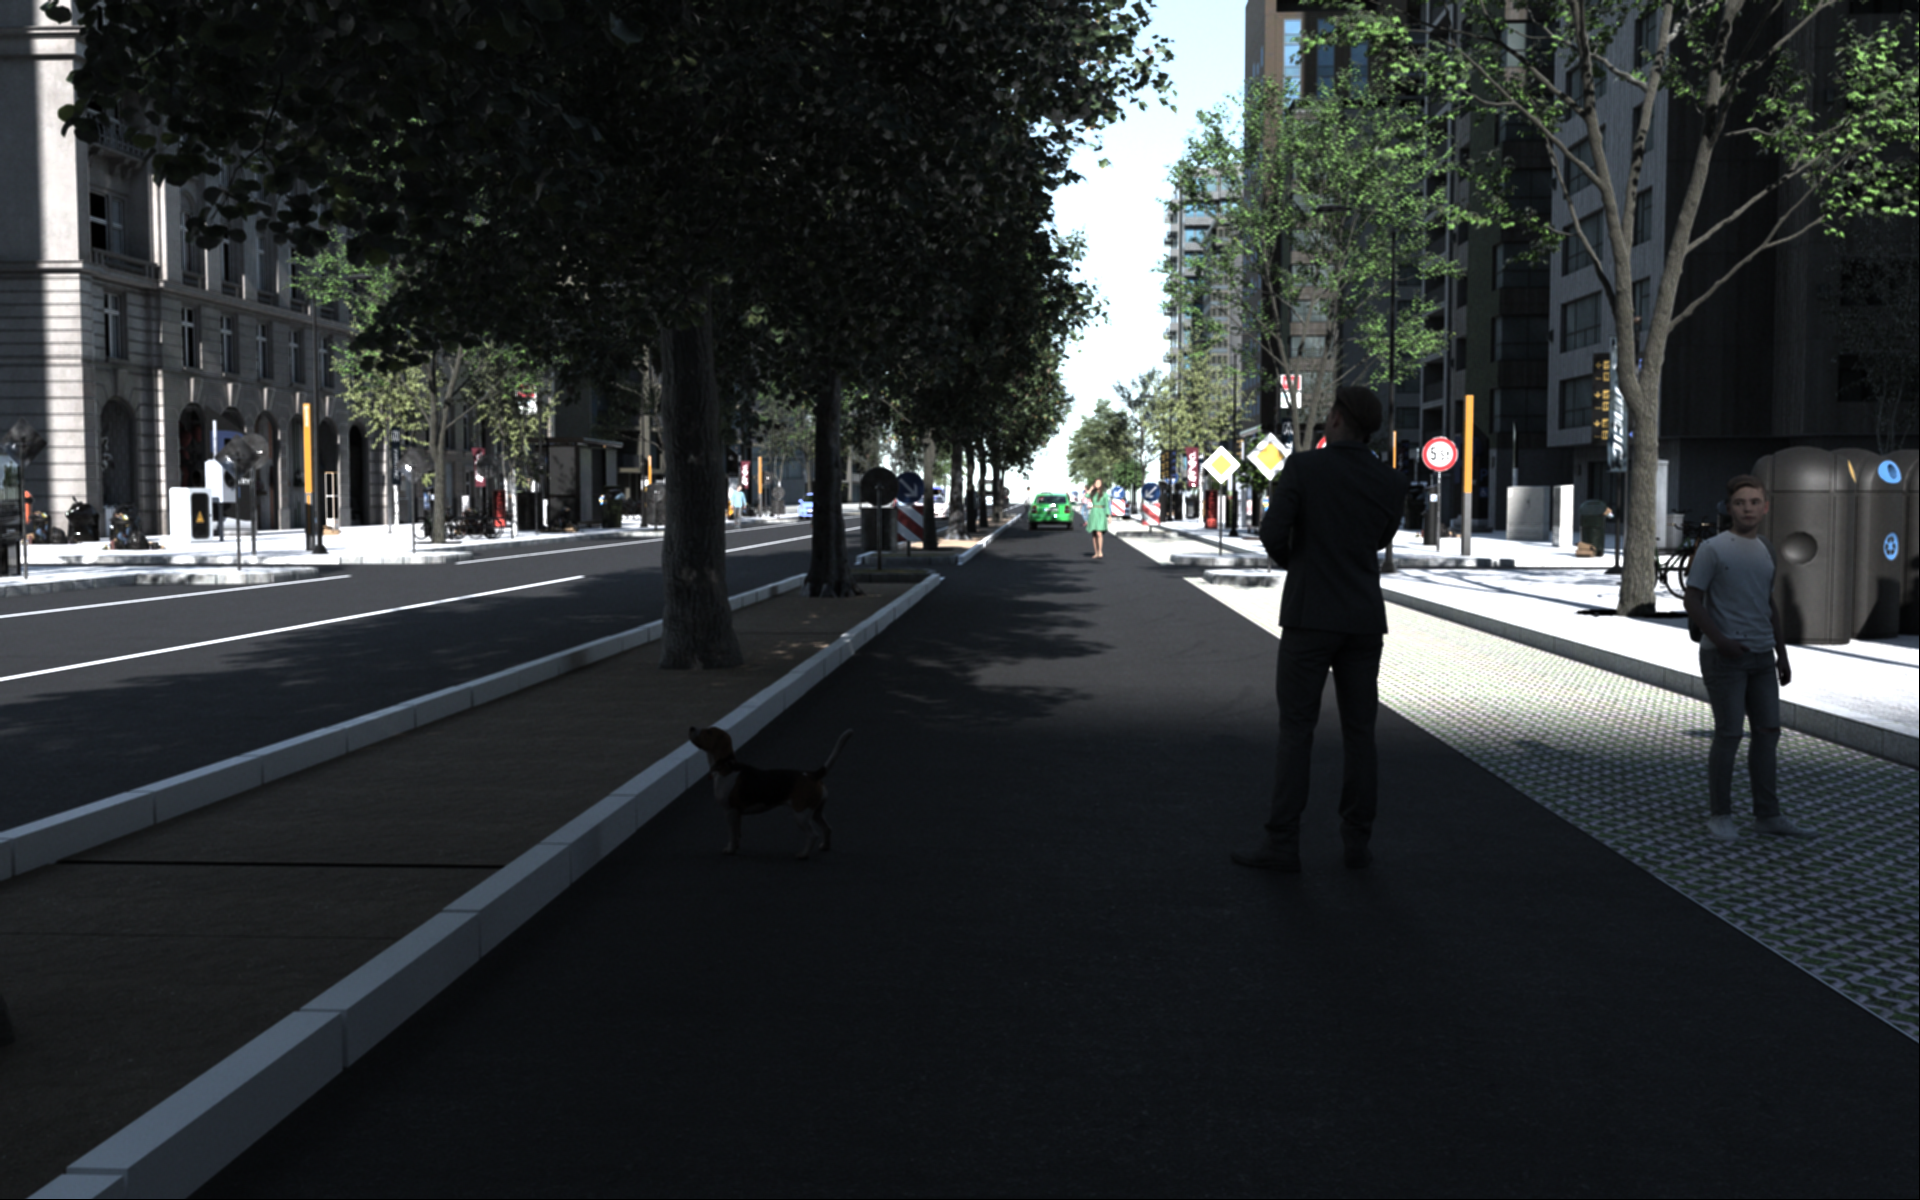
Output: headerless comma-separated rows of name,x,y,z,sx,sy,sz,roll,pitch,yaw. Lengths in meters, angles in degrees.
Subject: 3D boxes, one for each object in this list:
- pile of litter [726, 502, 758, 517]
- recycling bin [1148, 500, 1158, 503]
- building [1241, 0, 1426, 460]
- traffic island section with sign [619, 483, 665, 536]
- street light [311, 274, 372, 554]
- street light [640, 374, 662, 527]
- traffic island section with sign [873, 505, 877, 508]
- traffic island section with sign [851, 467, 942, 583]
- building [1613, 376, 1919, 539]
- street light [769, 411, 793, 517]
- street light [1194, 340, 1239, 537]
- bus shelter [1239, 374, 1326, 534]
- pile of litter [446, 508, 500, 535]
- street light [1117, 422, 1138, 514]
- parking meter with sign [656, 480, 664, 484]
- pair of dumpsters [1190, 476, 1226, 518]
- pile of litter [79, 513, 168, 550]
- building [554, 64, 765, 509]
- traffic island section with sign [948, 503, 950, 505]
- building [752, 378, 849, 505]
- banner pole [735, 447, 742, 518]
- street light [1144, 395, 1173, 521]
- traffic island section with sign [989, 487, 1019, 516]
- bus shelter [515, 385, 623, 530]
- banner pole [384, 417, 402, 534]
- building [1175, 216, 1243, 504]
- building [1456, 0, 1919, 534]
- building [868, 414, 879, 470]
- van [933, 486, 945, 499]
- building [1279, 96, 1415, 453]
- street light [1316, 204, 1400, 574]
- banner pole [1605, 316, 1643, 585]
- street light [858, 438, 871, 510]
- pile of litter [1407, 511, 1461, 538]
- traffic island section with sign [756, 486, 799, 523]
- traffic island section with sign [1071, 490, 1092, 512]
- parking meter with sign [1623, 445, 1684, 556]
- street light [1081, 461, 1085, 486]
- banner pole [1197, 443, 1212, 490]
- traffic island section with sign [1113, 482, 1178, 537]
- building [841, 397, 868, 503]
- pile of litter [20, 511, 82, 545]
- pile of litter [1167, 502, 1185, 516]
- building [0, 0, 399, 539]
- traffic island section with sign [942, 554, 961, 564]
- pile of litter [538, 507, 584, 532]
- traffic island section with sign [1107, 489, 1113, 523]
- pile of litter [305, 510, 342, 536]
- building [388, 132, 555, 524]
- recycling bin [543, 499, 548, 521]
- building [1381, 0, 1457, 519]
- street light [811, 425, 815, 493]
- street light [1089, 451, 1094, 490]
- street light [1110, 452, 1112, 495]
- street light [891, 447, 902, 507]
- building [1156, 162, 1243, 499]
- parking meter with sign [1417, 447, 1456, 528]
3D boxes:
pile of litter,-12.216,-5.123,97.732,1.719,0.858,1.176,0,4,-1
recycling bin,11.464,-5.441,101.516,0.722,1.027,0.722,1,4,21
building,31.167,-30.178,143.521,14.600,45.320,14.200,0,4,3
traffic island section with sign,-10.521,-3.113,59.522,1.989,1.847,2.006,0,4,3
street light,-13.136,-3.930,36.793,1.470,5.913,1.316,0,4,3
street light,-11.651,-5.753,66.606,1.470,5.913,1.316,0,4,3
traffic island section with sign,-6.550,-7.826,136.578,1.989,1.847,2.006,0,4,3
traffic island section with sign,-1.401,-1.256,28.673,2.006,1.907,1.989,0,4,3
building,26.532,-17.095,51.205,14.107,30.474,14.160,0,4,3
street light,-9.949,-7.577,96.421,1.470,5.913,1.316,0,4,3
street light,7.731,-4.873,52.219,1.470,5.913,1.316,0,4,3
bus shelter,10.224,-4.768,55.594,2.179,5.291,8.768,0,4,3
pile of litter,-15.440,-2.486,54.617,1.719,0.858,1.176,0,4,-4
street light,10.713,-8.465,110.940,1.470,5.913,1.316,0,4,3
parking meter with sign,-16.058,-5.955,93.626,1.738,3.016,0.543,3,4,36
pair of dumpsters,13.352,-5.553,93.282,1.574,2.255,4.437,0,4,3
pile of litter,-19.213,-1.597,40.073,1.719,0.858,1.176,2,4,24
building,-29.827,-30.659,155.905,22.147,44.769,28.867,0,4,3
traffic island section with sign,-0.922,-14.513,245.911,1.989,1.847,2.006,0,4,3
building,-29.151,-38.619,220.662,28.713,52.752,27.495,0,4,3
banner pole,-11.798,-6.258,92.339,0.401,3.779,0.863,1,4,17
street light,9.317,-6.649,81.256,1.470,5.913,1.316,0,4,3
traffic island section with sign,2.845,-6.298,111.110,2.006,1.907,1.989,0,4,3
bus shelter,-14.820,-5.358,65.238,2.179,5.291,8.768,0,4,3
banner pole,-18.452,-4.060,56.402,0.401,3.779,0.863,1,4,18
building,44.618,-32.685,226.281,32.217,40.220,23.993,0,4,3
building,26.179,-18.028,66.452,14.160,30.474,14.107,0,4,3
building,-19.944,-30.101,263.850,14.160,30.474,14.107,0,4,3
van,-2.454,-9.311,156.611,2.240,2.365,5.245,0,4,4
building,30.909,-21.905,129.841,14.160,30.474,14.107,0,4,3
street light,6.404,-3.386,27.906,1.470,5.913,1.316,0,4,3
banner pole,9.325,-2.097,24.295,0.863,3.779,0.401,-2,4,-34
street light,-7.690,-10.419,142.893,1.470,5.913,1.316,0,4,3
pile of litter,14.100,-2.288,51.366,1.176,0.858,1.719,-2,4,-26
traffic island section with sign,-9.113,-4.778,86.756,1.989,1.847,2.006,0,4,3
traffic island section with sign,11.658,-9.438,162.938,1.989,1.847,2.006,0,4,3
parking meter with sign,14.304,-2.422,35.854,1.738,3.016,0.543,-2,4,-33
street light,17.481,-16.417,240.960,1.470,5.913,1.316,0,4,3
banner pole,12.003,-5.788,84.651,0.863,3.779,0.401,0,4,3
traffic island section with sign,6.254,-3.028,58.130,1.989,1.847,2.006,0,4,3
building,-24.844,-38.012,245.201,21.300,48.544,21.600,0,4,3
pile of litter,-23.443,-1.855,44.291,1.719,0.858,1.176,0,4,3
pile of litter,12.604,-5.444,102.974,1.176,0.858,1.719,-2,4,-32
building,-30.093,-13.372,60.433,13.314,21.916,24.055,0,4,3
traffic island section with sign,-1.010,-1.708,36.070,2.006,1.907,1.989,0,4,3
pile of litter,-13.325,-2.703,58.164,1.719,0.858,1.176,1,4,15
traffic island section with sign,7.647,-4.683,85.194,1.989,1.847,2.006,0,4,3
pile of litter,-19.966,-2.464,54.259,1.176,0.858,1.719,0,4,-1
building,-29.020,-17.619,85.330,12.463,27.353,25.104,0,4,3
recycling bin,-19.498,-4.284,82.589,0.722,1.027,0.722,3,4,37
building,34.686,-39.869,90.118,20.563,71.187,20.611,0,4,3
street light,-9.190,-8.615,113.388,1.470,5.913,1.316,0,4,3
street light,14.617,-13.098,186.691,1.470,5.913,1.316,0,4,3
street light,11.645,-9.490,127.697,1.470,5.913,1.316,0,4,3
street light,-6.214,-12.218,172.304,1.470,5.913,1.316,0,4,3
building,41.224,-38.764,253.395,23.786,49.044,30.456,0,4,3
parking meter with sign,18.045,-4.201,64.949,1.738,3.016,0.543,0,4,5
